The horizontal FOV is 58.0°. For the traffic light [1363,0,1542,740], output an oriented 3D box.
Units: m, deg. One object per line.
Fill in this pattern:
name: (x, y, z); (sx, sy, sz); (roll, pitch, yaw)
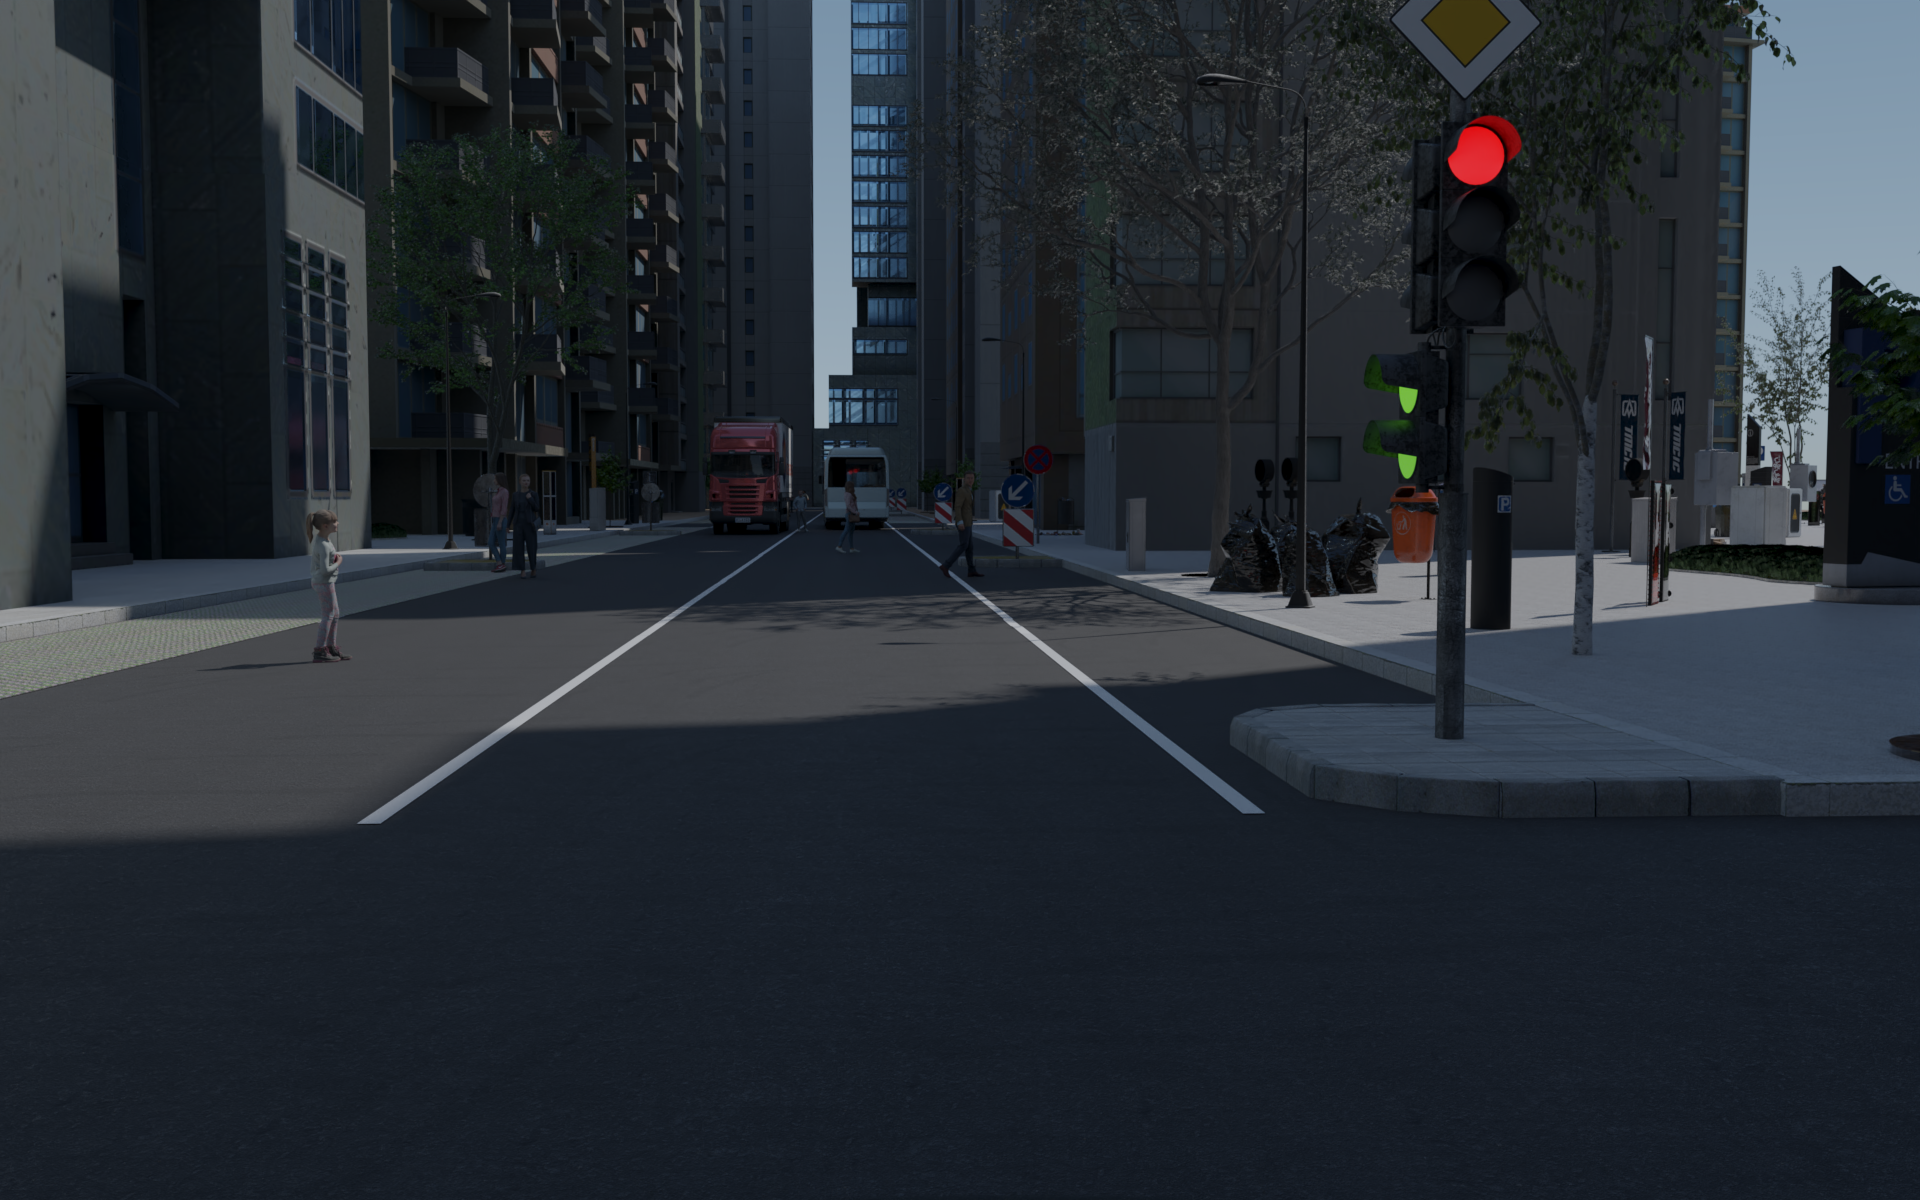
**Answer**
traffic light: (2.556, -1.228, 9.000); (0.839, 4.253, 0.868); (0, 4, -4)

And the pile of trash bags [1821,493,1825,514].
pile of trash bags: (34.455, -3.443, 66.048); (1.912, 1.369, 3.447); (-2, 4, -28)

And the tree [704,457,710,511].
tree: (-18.778, -9.085, 132.248); (4.285, 4.588, 4.351); (0, 3, 0)

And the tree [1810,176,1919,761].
tree: (4.998, -0.845, 8.412); (1.663, 3.219, 1.824); (0, 3, 0)

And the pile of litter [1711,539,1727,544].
pile of litter: (18.640, -1.810, 43.567); (1.176, 0.858, 1.719); (1, 4, 14)

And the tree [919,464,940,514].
tree: (-1.525, -7.188, 112.125); (1.663, 3.219, 1.824); (0, 3, 0)

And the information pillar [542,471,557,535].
information pillar: (-12.924, -3.060, 54.530); (0.304, 2.012, 0.304); (1, 4, 21)

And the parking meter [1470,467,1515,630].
parking meter: (5.059, -0.493, 16.476); (0.372, 1.533, 0.369); (0, 3, 0)

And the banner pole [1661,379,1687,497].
banner pole: (15.418, -2.906, 37.536); (0.401, 3.779, 0.863); (-1, 4, -17)

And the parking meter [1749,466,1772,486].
parking meter: (17.048, -1.909, 36.917); (0.255, 1.863, 0.399); (-2, 4, -27)

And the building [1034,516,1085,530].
building: (9.066, -25.500, 67.042); (14.600, 45.320, 14.200); (0, 4, -4)

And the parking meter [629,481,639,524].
parking meter: (-14.125, -4.242, 75.061); (0.255, 1.863, 0.399); (2, 4, 32)

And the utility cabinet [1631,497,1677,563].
utility cabinet: (12.900, -1.289, 32.237); (0.306, 1.237, 1.020); (-1, 4, -11)

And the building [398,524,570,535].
building: (-25.652, -25.143, 65.710); (22.147, 44.769, 28.867); (0, 4, -4)

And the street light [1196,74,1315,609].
street light: (3.305, -2.864, 19.365); (1.470, 5.913, 1.316); (0, 4, -4)

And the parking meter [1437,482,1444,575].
parking meter: (7.756, -1.162, 27.416); (0.372, 1.533, 0.369); (0, 3, 0)

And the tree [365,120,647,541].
tree: (-12.741, -7.449, 47.544); (9.928, 11.665, 9.643); (0, 3, 0)

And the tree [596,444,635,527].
tree: (-13.404, -4.423, 66.918); (1.663, 3.219, 1.824); (0, 3, 0)

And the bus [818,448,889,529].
bus: (-4.641, -4.903, 75.031); (2.948, 3.499, 13.247); (0, 4, -5)

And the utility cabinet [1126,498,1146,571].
utility cabinet: (2.962, -1.108, 29.275); (0.306, 1.237, 1.020); (0, 4, 3)

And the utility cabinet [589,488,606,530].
utility cabinet: (-12.690, -3.176, 60.602); (0.318, 1.500, 1.173); (0, 4, 2)

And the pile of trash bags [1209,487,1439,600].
pile of trash bags: (4.781, -0.758, 22.143); (1.912, 1.369, 3.447); (-2, 4, -31)

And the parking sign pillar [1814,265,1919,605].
parking sign pillar: (11.003, -1.963, 20.568); (1.447, 3.967, 1.447); (-1, 4, -12)

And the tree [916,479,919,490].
tree: (-2.350, -7.664, 119.914); (1.663, 3.219, 1.824); (0, 3, 0)

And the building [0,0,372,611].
building: (-22.132, -43.413, 22.478); (22.319, 86.520, 31.000); (0, 4, -4)

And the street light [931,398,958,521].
street light: (-0.705, -6.806, 83.823); (1.470, 5.913, 1.316); (0, 4, -4)

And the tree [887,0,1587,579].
tree: (4.158, -7.098, 26.427); (12.009, 13.543, 11.850); (0, 3, 0)

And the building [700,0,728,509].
building: (-35.180, -32.105, 144.528); (30.456, 49.044, 23.786); (0, 4, -4)

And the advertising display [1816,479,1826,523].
advertising display: (38.120, -4.341, 76.186); (0.974, 1.923, 0.123); (1, 4, 23)

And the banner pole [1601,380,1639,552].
banner pole: (14.601, -2.947, 38.199); (0.863, 3.779, 0.401); (-1, 4, -17)

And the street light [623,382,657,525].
street light: (-13.295, -6.085, 72.027); (1.470, 5.913, 1.316); (0, 4, -4)

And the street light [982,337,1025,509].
street light: (1.345, -4.830, 51.508); (1.470, 5.913, 1.316); (0, 4, -4)

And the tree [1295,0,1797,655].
tree: (4.763, -3.874, 13.698); (4.360, 8.622, 3.978); (0, 3, 0)

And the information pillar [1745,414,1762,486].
information pillar: (23.056, -3.611, 50.389); (0.183, 3.616, 0.504); (-1, 4, -22)

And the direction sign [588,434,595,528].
direction sign: (-13.840, -4.477, 65.193); (0.379, 3.537, 0.876); (-2, 4, -26)

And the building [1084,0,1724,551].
building: (10.078, -22.109, 45.085); (14.154, 41.232, 14.086); (0, 4, -4)

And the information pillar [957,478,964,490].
information pillar: (0.011, -4.557, 79.003); (0.304, 2.012, 0.304); (1, 4, 9)

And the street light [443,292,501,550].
street light: (-11.265, -4.126, 39.994); (1.470, 5.913, 1.316); (0, 4, -4)

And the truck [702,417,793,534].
truck: (-7.766, -4.652, 64.977); (2.839, 4.237, 11.283); (0, 4, -3)

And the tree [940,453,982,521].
tree: (0.181, -5.355, 82.149); (1.663, 3.219, 1.824); (0, 3, 0)
